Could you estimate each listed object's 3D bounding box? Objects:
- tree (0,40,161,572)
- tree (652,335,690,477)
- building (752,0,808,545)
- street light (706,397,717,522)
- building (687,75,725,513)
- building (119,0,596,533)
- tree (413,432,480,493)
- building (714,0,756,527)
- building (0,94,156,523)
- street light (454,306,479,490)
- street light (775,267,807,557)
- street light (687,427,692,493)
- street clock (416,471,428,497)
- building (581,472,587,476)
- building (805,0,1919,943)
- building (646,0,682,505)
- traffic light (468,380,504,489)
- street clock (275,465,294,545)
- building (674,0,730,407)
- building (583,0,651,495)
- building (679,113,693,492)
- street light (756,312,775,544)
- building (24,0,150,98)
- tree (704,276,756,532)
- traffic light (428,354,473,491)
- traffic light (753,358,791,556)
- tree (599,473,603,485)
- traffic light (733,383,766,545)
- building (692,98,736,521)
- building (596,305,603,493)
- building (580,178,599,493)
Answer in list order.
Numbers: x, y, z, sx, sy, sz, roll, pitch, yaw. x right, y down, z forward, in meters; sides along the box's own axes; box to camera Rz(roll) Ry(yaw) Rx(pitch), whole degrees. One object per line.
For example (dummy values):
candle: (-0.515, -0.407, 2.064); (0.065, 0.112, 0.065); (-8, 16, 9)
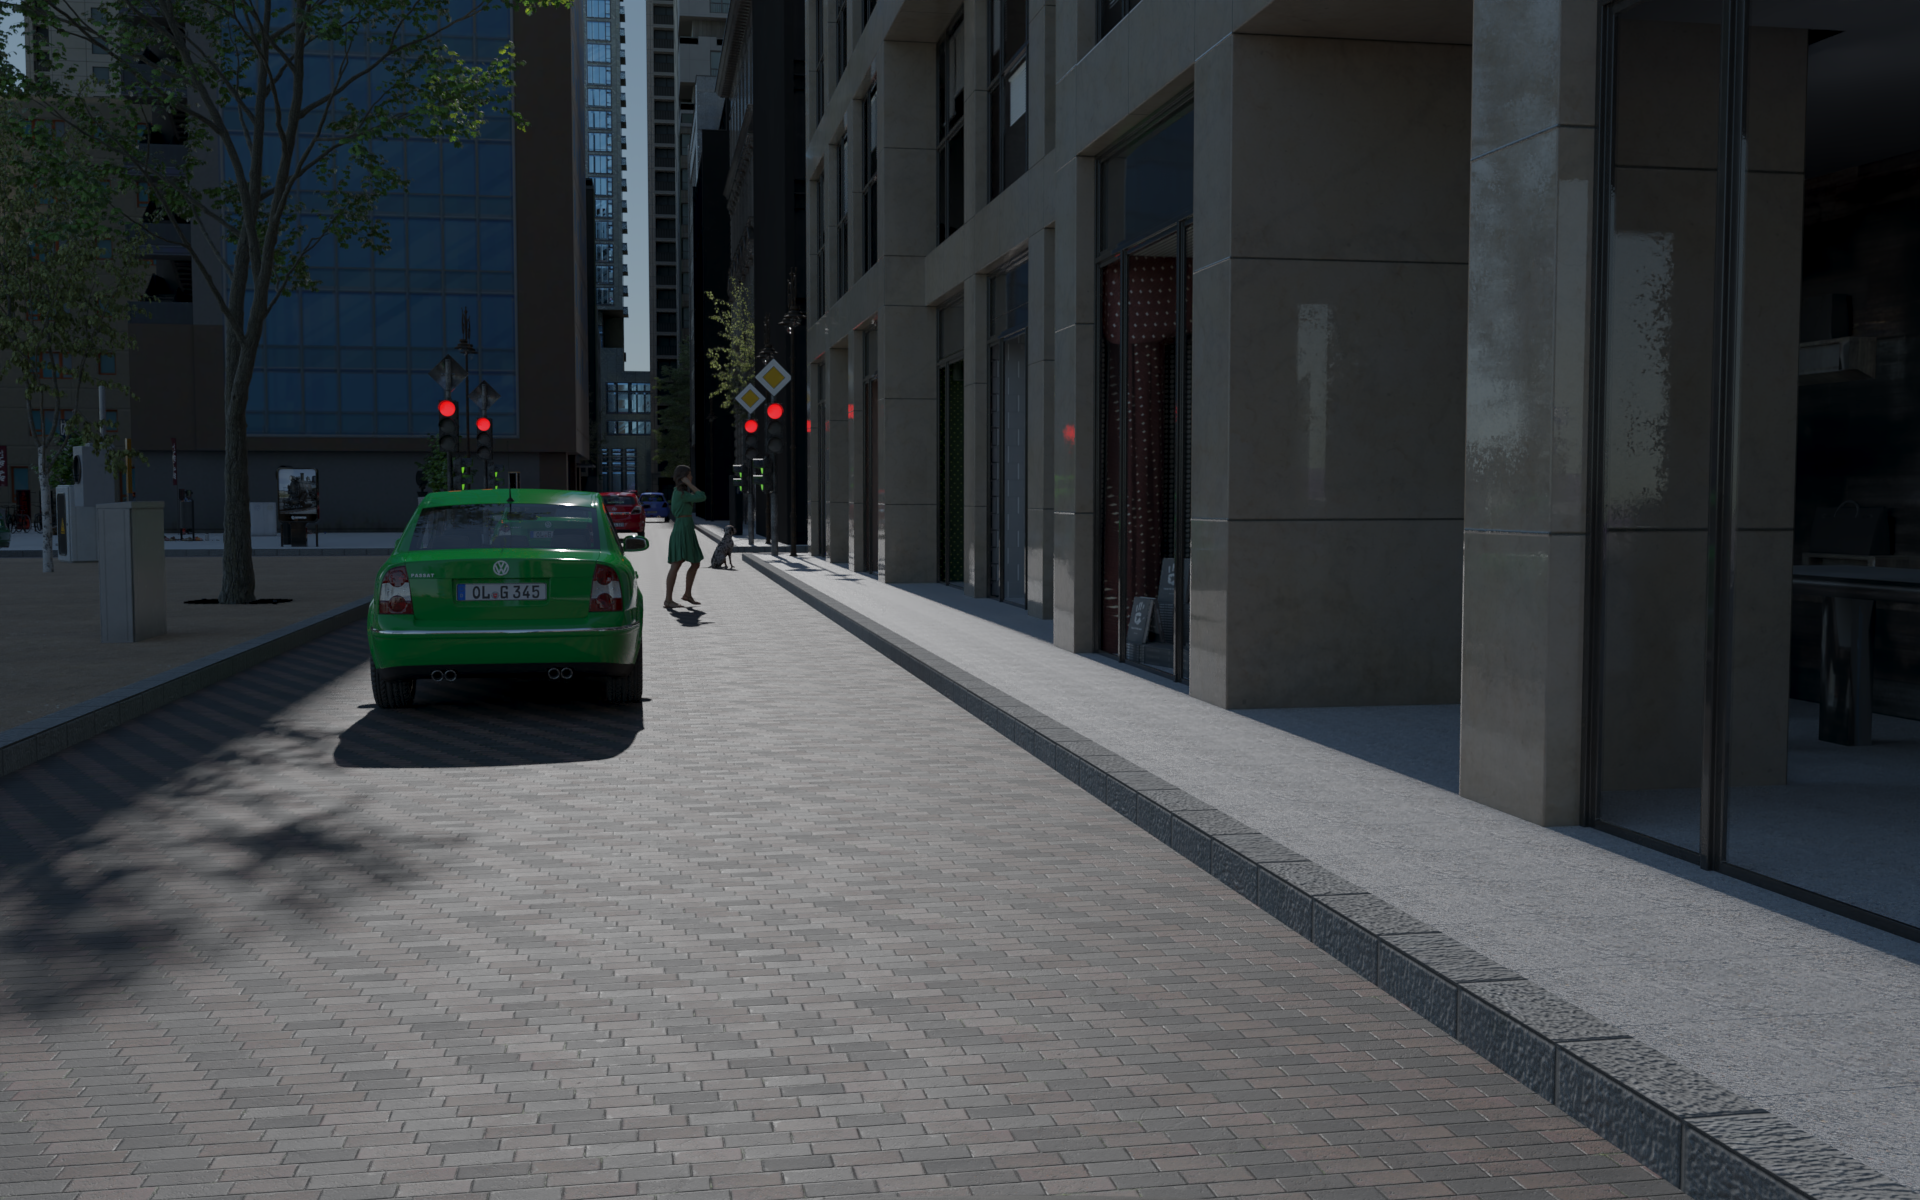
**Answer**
tree: (-14.877, -4.745, 27.943); (4.737, 8.622, 4.395); (0, 3, 0)
tree: (-18.225, -12.546, 123.255); (7.486, 12.596, 7.792); (0, 3, 0)
building: (2.331, -13.491, 50.250); (15.834, 23.373, 12.332); (-1, 4, -10)
street light: (-11.559, -6.599, 80.684); (0.468, 5.910, 1.993); (-1, 4, -10)
building: (-10.683, -17.792, 108.915); (12.078, 24.808, 19.932); (-1, 4, -10)
building: (-20.944, -25.234, 62.680); (14.600, 45.320, 14.200); (-1, 4, -10)
tree: (-14.066, -3.221, 47.272); (1.663, 3.219, 1.824); (0, 3, 0)
building: (-4.280, -14.915, 72.740); (11.050, 23.489, 19.941); (-1, 4, -10)
building: (-34.959, -15.033, 90.834); (27.650, 21.520, 28.899); (-1, 4, -10)
street light: (-12.162, -4.282, 42.797); (0.468, 5.910, 1.993); (-1, 4, -10)
street light: (-3.423, -3.833, 35.454); (0.468, 5.910, 1.993); (-1, 4, -10)
street light: (-18.284, -8.850, 117.482); (0.468, 5.910, 1.993); (-1, 4, -10)
street clock: (-16.566, -2.985, 53.383); (0.358, 2.002, 0.471); (-3, 5, -39)
building: (-39.410, -28.959, 128.102); (22.147, 44.769, 28.867); (-1, 4, -10)
building: (9.301, -13.219, 20.643); (19.350, 26.468, 34.151); (-1, 4, -10)
building: (-27.401, -47.209, 210.116); (20.611, 71.187, 20.563); (-1, 4, -10)
traffic light: (-11.667, -3.285, 42.639); (0.839, 4.253, 0.868); (-1, 4, -10)
street clock: (-17.003, -2.396, 43.739); (0.471, 2.002, 0.358); (1, 4, 19)
building: (-11.995, -34.746, 157.334); (28.713, 52.752, 27.495); (-1, 4, -10)
building: (-52.819, -54.589, 205.198); (31.000, 86.520, 22.319); (-1, 4, -10)
building: (-14.836, -22.268, 135.791); (14.160, 30.474, 14.107); (-1, 4, -10)
street light: (-4.920, -4.372, 44.266); (0.468, 5.910, 1.993); (-1, 4, -10)
building: (-92.807, -46.503, 198.569); (20.611, 71.187, 20.563); (-1, 4, -10)
tree: (-6.763, -6.612, 58.470); (4.360, 8.622, 3.978); (0, 3, 0)
traffic light: (-10.230, -2.805, 34.783); (0.839, 4.253, 0.868); (-1, 4, -10)
traffic light: (-3.876, -2.877, 35.958); (0.839, 4.253, 0.868); (-1, 4, -10)
tree: (-35.093, -10.911, 162.107); (4.285, 4.588, 4.351); (0, 3, 0)
traffic light: (-5.313, -3.357, 43.813); (0.839, 4.253, 0.868); (-1, 4, -10)
building: (-7.603, -16.006, 91.375); (12.332, 23.373, 15.834); (-1, 4, -10)
building: (-51.472, -20.239, 175.951); (28.899, 21.520, 27.650); (-1, 4, -10)
building: (-38.943, -23.178, 150.668); (14.160, 30.474, 14.107); (-1, 4, -10)
